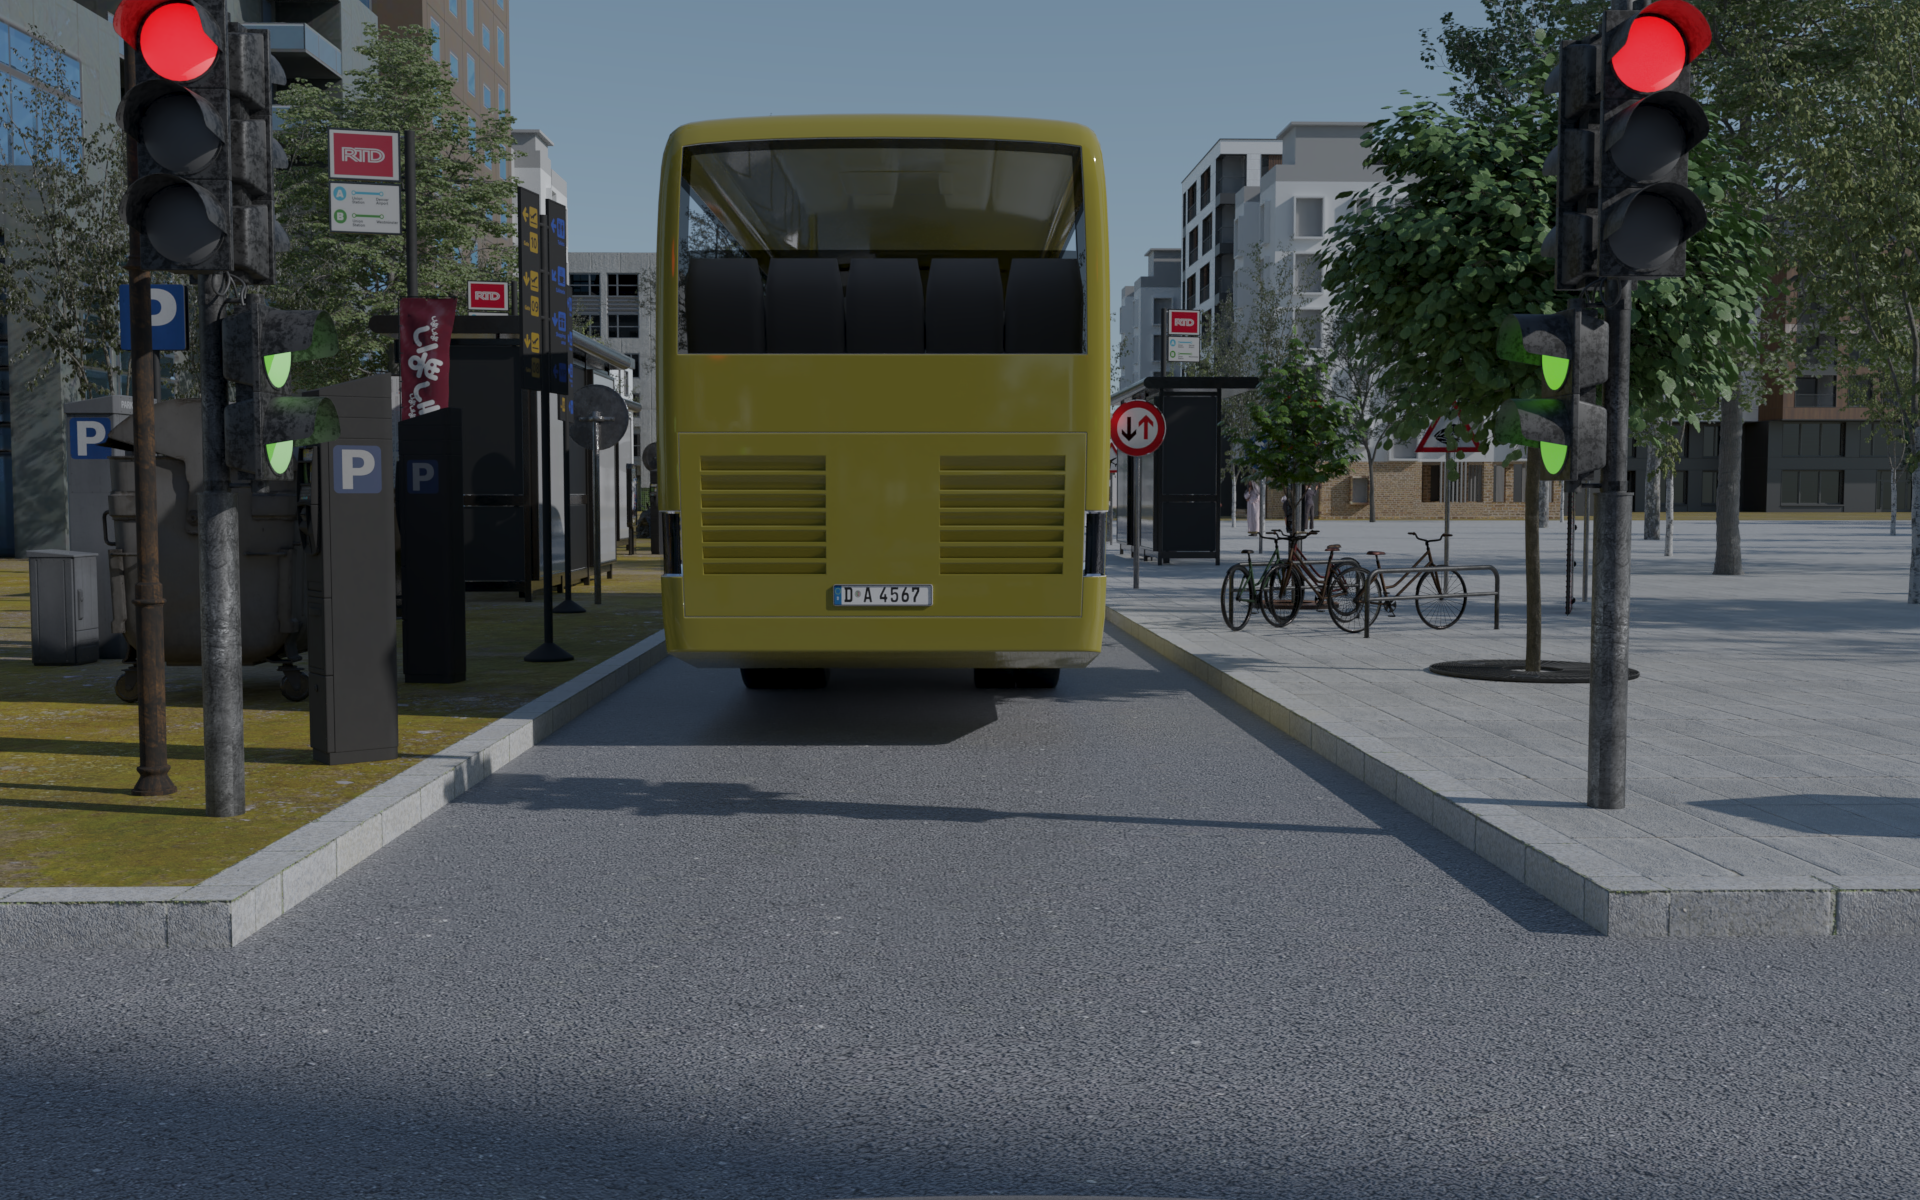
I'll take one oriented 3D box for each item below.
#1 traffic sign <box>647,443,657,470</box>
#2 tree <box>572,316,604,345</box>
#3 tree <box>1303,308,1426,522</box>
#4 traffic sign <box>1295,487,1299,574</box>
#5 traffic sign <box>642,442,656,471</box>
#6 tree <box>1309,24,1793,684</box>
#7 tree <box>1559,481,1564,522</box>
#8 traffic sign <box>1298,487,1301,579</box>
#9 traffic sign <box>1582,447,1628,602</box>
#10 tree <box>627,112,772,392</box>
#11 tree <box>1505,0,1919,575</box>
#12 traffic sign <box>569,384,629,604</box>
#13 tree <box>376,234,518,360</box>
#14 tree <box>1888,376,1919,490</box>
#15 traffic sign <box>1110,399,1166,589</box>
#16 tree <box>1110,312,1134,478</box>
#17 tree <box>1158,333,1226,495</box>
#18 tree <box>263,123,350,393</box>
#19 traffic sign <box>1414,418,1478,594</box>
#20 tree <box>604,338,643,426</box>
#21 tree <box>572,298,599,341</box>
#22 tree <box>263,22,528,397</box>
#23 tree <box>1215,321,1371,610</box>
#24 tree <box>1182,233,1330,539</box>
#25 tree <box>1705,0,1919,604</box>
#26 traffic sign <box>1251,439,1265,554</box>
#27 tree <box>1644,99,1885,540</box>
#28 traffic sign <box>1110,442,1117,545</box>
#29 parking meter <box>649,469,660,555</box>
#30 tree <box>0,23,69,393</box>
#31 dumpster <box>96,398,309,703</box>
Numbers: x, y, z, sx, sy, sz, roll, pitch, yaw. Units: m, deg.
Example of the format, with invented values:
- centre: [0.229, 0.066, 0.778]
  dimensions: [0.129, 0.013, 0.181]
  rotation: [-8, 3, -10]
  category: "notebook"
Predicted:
- centre: [-7.182, -2.552, 41.830]
  dimensions: [0.768, 2.556, 0.104]
  rotation: [0, 4, 1]
  category: "traffic sign"
- centre: [-15.945, -7.309, 69.861]
  dimensions: [4.737, 8.622, 4.395]
  rotation: [0, 3, 0]
  category: "tree"
- centre: [18.836, -8.810, 78.461]
  dimensions: [8.767, 10.594, 7.601]
  rotation: [1, 4, 21]
  category: "tree"
- centre: [4.235, -1.330, 21.848]
  dimensions: [0.768, 2.556, 0.104]
  rotation: [0, 4, 5]
  category: "traffic sign"
- centre: [-7.403, -2.583, 42.333]
  dimensions: [0.768, 2.556, 0.104]
  rotation: [0, 4, 7]
  category: "traffic sign"
- centre: [4.132, -1.752, 12.365]
  dimensions: [4.285, 4.588, 4.351]
  rotation: [0, 3, 0]
  category: "tree"
- centre: [27.469, -7.814, 78.117]
  dimensions: [4.360, 8.622, 3.978]
  rotation: [0, 3, 0]
  category: "tree"
- centre: [4.776, -1.488, 24.434]
  dimensions: [0.768, 2.556, 0.104]
  rotation: [0, 4, 0]
  category: "traffic sign"
- centre: [7.446, -1.258, 20.567]
  dimensions: [0.884, 2.594, 0.081]
  rotation: [0, 4, 6]
  category: "traffic sign"
- centre: [-5.847, -8.962, 56.896]
  dimensions: [12.009, 13.543, 11.850]
  rotation: [0, 3, 0]
  category: "tree"
- centre: [12.302, -6.648, 26.827]
  dimensions: [7.486, 12.596, 7.792]
  rotation: [0, 3, 0]
  category: "tree"
- centre: [-4.218, -1.223, 20.097]
  dimensions: [0.768, 2.556, 0.104]
  rotation: [0, 4, 4]
  category: "traffic sign"
- centre: [-13.989, -5.988, 48.271]
  dimensions: [4.360, 8.622, 3.978]
  rotation: [0, 3, 0]
  category: "tree"
- centre: [44.426, -6.607, 70.923]
  dimensions: [11.467, 7.101, 20.602]
  rotation: [0, 4, -5]
  category: "tree"
- centre: [2.391, -1.427, 23.430]
  dimensions: [0.768, 2.556, 0.104]
  rotation: [0, 4, 2]
  category: "traffic sign"
- centre: [2.787, -6.011, 48.634]
  dimensions: [4.360, 8.622, 3.978]
  rotation: [0, 3, 0]
  category: "tree"
- centre: [10.274, -7.811, 78.065]
  dimensions: [4.737, 8.622, 4.395]
  rotation: [0, 3, 0]
  category: "tree"
- centre: [-13.596, -5.012, 32.302]
  dimensions: [4.360, 8.622, 3.978]
  rotation: [0, 3, 0]
  category: "tree"
- centre: [6.257, -1.359, 22.227]
  dimensions: [0.884, 2.594, 0.081]
  rotation: [0, 4, -1]
  category: "traffic sign"
- centre: [-14.633, -6.898, 63.150]
  dimensions: [4.360, 8.622, 3.978]
  rotation: [0, 3, 0]
  category: "tree"
- centre: [-13.785, -6.295, 53.286]
  dimensions: [4.360, 8.622, 3.978]
  rotation: [0, 3, 0]
  category: "tree"
- centre: [-13.695, -7.571, 41.916]
  dimensions: [7.486, 12.596, 7.792]
  rotation: [0, 3, 0]
  category: "tree"
- centre: [3.662, -1.527, 19.573]
  dimensions: [1.663, 3.219, 1.824]
  rotation: [0, 3, 0]
  category: "tree"
- centre: [8.419, -6.035, 49.027]
  dimensions: [4.360, 8.622, 3.978]
  rotation: [0, 3, 0]
  category: "tree"
- centre: [10.957, -4.260, 20.020]
  dimensions: [4.737, 8.622, 4.395]
  rotation: [0, 3, 0]
  category: "tree"
- centre: [6.476, -2.270, 37.221]
  dimensions: [0.768, 2.556, 0.104]
  rotation: [0, 4, 8]
  category: "traffic sign"
- centre: [18.541, -11.683, 46.902]
  dimensions: [12.611, 20.169, 13.585]
  rotation: [0, 3, 0]
  category: "tree"
- centre: [3.794, -2.654, 43.399]
  dimensions: [0.884, 2.594, 0.081]
  rotation: [0, 4, 5]
  category: "traffic sign"
- centre: [-6.370, -1.899, 36.760]
  dimensions: [0.255, 1.863, 0.399]
  rotation: [3, 4, 36]
  category: "parking meter"
- centre: [-13.851, -4.721, 27.546]
  dimensions: [4.360, 8.622, 3.978]
  rotation: [0, 3, 0]
  category: "tree"
- centre: [-4.630, -0.340, 11.313]
  dimensions: [1.264, 1.857, 1.865]
  rotation: [0, 4, -2]
  category: "dumpster"
